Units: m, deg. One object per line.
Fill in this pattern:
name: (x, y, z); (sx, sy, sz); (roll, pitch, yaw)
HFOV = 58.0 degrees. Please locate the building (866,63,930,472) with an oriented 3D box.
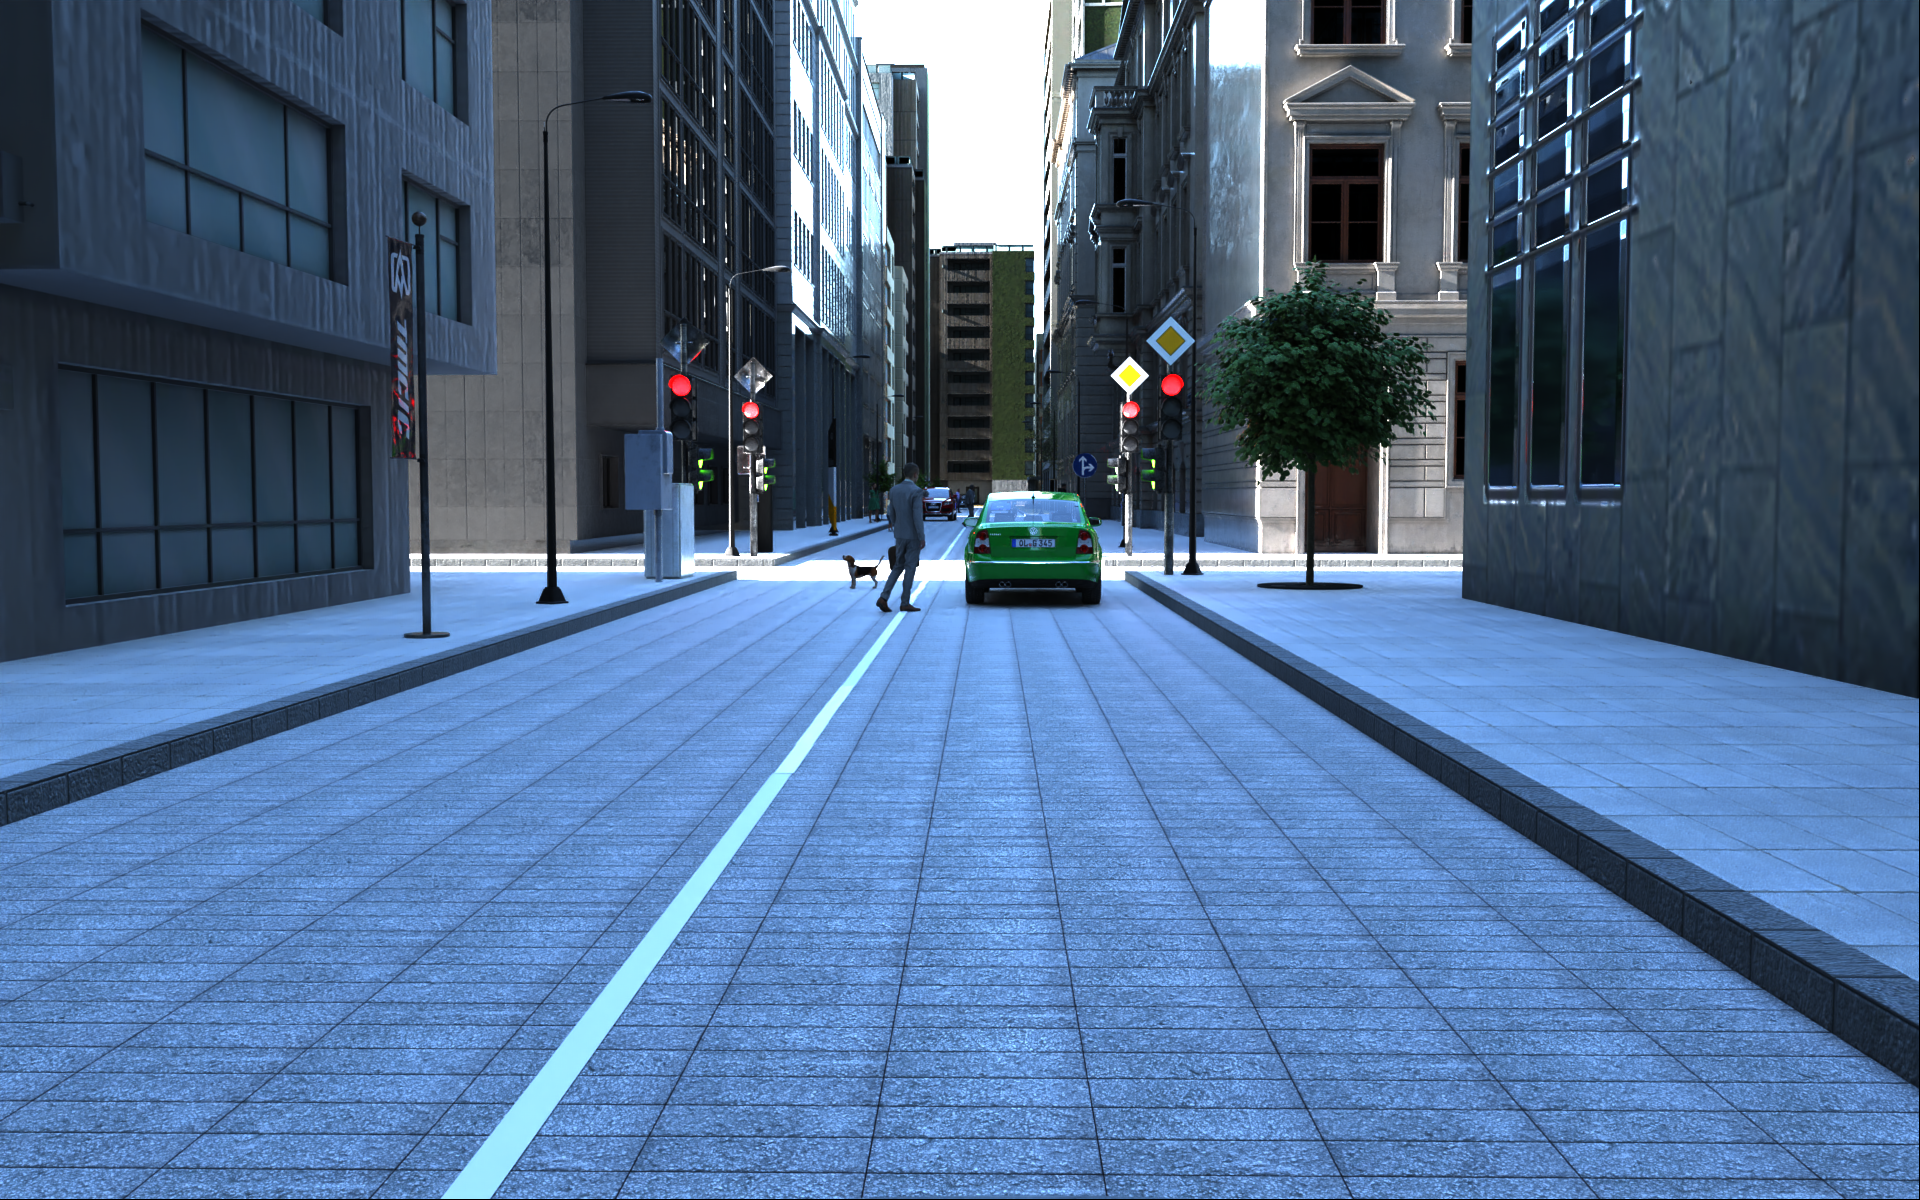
building: (-10.431, -32.299, 178.202); (14.200, 45.320, 14.600); (0, 4, 1)

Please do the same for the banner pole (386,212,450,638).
banner pole: (-4.822, -1.542, 15.233); (0.401, 3.779, 0.863); (0, 4, 7)

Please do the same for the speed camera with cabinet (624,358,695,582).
speed camera with cabinet: (-4.504, -1.936, 25.992); (0.660, 3.252, 2.038); (0, 4, 4)

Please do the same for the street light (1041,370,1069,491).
street light: (3.917, -5.655, 65.007); (1.470, 5.913, 1.316); (0, 4, 1)

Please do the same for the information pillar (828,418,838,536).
information pillar: (-3.939, -3.801, 53.506); (0.183, 3.616, 0.504); (-2, 4, -25)

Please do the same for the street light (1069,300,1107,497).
street light: (3.453, -4.222, 41.574); (1.470, 5.913, 1.316); (0, 4, 1)

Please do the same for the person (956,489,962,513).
person: (-0.035, -7.525, 131.396); (0.599, 1.838, 0.709); (2, 4, 26)

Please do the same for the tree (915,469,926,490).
tree: (-3.465, -7.239, 112.960); (1.663, 3.219, 1.824); (0, 3, 0)

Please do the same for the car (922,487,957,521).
car: (-1.269, -5.184, 93.424); (2.281, 1.827, 5.304); (0, 4, 3)

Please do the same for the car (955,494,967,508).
car: (0.185, -9.362, 162.852); (2.009, 1.686, 4.222); (0, 4, -1)

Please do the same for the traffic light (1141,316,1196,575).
traffic light: (3.300, -2.355, 27.432); (0.839, 4.253, 0.868); (0, 4, 1)

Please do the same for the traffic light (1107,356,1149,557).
traffic light: (3.439, -2.844, 35.415); (0.839, 4.253, 0.868); (0, 4, 1)

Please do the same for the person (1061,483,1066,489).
person: (4.758, -4.555, 80.868); (0.721, 1.781, 0.623); (-2, 4, -28)

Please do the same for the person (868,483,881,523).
person: (-3.840, -4.338, 77.210); (0.600, 1.795, 0.529); (-3, 5, -44)

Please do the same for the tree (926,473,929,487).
tree: (-3.379, -7.536, 117.817); (1.663, 3.219, 1.824); (0, 3, 0)

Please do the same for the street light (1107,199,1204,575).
street light: (3.161, -3.357, 27.421); (1.470, 5.913, 1.316); (0, 4, 1)

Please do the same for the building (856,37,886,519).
building: (-10.910, -17.247, 100.016); (12.078, 24.808, 19.932); (0, 4, 1)

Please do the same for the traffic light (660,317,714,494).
traffic light: (-4.360, -2.363, 27.549); (0.839, 4.253, 0.868); (0, 4, 1)

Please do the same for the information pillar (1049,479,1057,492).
information pillar: (4.587, -4.939, 85.252); (0.304, 2.012, 0.304); (2, 4, 24)

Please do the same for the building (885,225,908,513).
building: (-18.261, -17.197, 126.202); (27.650, 21.520, 28.899); (0, 4, 1)

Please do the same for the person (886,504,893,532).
person: (-2.651, -3.234, 66.053); (0.352, 1.250, 0.332); (1, 4, 14)

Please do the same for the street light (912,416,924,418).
street light: (-2.867, -7.993, 103.230); (1.470, 5.913, 1.316); (0, 4, 1)

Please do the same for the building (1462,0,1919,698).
building: (17.074, -42.224, 3.042); (22.319, 86.520, 31.000); (0, 4, 1)

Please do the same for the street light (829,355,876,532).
street light: (-3.691, -5.216, 57.829); (1.470, 5.913, 1.316); (0, 4, 1)

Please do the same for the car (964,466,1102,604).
car: (1.010, -0.929, 23.981); (1.959, 1.807, 4.718); (0, 4, 2)

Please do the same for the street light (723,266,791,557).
street light: (-4.144, -3.846, 35.422); (1.470, 5.913, 1.316); (0, 4, 1)

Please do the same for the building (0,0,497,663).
building: (-13.167, -20.463, 18.168); (14.086, 41.232, 14.154); (0, 4, 1)

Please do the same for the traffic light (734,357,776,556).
traffic light: (-4.221, -2.851, 35.533); (0.839, 4.253, 0.868); (0, 4, 1)

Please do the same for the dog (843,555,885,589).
dog: (-1.465, -0.428, 26.292); (0.406, 0.507, 0.540); (2, 4, 35)

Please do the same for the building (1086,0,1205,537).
building: (12.295, -15.217, 67.883); (14.460, 24.649, 34.723); (0, 4, 1)

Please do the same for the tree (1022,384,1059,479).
tree: (6.336, -10.081, 115.189); (4.360, 8.622, 3.978); (0, 3, 0)

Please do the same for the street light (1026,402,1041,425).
street light: (4.210, -7.026, 87.417); (1.470, 5.913, 1.316); (0, 4, 1)

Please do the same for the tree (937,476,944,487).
tree: (-2.414, -10.919, 173.123); (1.663, 3.219, 1.824); (0, 3, 0)

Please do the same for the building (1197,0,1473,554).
building: (16.259, -12.534, 41.080); (21.152, 22.565, 11.583); (0, 4, 1)

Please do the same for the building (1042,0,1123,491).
building: (16.787, -42.196, 128.162); (20.563, 71.187, 20.611); (0, 4, 1)

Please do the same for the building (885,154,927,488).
building: (-10.119, -22.999, 147.731); (14.160, 30.474, 14.107); (0, 4, 1)

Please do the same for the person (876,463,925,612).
person: (-0.640, -0.765, 21.123); (0.709, 1.813, 0.853); (3, 5, 40)

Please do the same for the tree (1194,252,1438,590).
tree: (4.749, -2.451, 23.795); (4.285, 4.588, 4.351); (0, 3, 0)

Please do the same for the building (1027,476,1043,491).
building: (22.961, -29.426, 172.991); (32.217, 40.220, 23.993); (0, 4, 1)

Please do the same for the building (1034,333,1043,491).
building: (23.594, -22.243, 208.710); (28.899, 21.520, 27.650); (0, 4, 1)

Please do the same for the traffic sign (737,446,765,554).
traffic sign: (-4.419, -2.113, 36.674); (0.606, 2.300, 0.079); (0, 4, 6)

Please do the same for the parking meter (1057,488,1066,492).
parking meter: (4.230, -3.885, 71.934); (0.372, 1.533, 0.369); (0, 3, 0)

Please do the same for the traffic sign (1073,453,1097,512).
traffic sign: (3.891, -3.294, 53.955); (0.768, 2.556, 0.104); (0, 4, 8)

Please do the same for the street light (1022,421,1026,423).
street light: (4.638, -8.411, 110.067); (1.470, 5.913, 1.316); (0, 4, 1)

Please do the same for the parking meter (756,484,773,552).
parking meter: (-4.316, -1.821, 38.183); (0.372, 1.533, 0.369); (0, 3, 0)

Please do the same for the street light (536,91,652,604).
street light: (-4.247, -2.911, 20.141); (1.470, 5.913, 1.316); (0, 4, 1)

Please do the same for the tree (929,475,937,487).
tree: (-2.900, -8.453, 132.806); (1.663, 3.219, 1.824); (0, 3, 0)

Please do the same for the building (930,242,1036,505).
building: (1.643, -26.300, 201.700); (14.107, 30.474, 14.160); (0, 4, 1)

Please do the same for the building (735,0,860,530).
building: (-11.008, -18.199, 75.041); (11.434, 29.767, 29.804); (0, 4, 1)

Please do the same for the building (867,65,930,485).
building: (-10.088, -29.228, 161.474); (14.154, 41.232, 14.086); (0, 4, 1)

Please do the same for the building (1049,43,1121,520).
building: (11.629, -18.387, 97.890); (12.463, 27.353, 25.104); (0, 4, 1)

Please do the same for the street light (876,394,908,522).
street light: (-3.316, -6.623, 80.823); (1.470, 5.913, 1.316); (0, 4, 1)

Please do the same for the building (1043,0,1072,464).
building: (18.188, -32.190, 150.001); (21.300, 48.544, 21.600); (0, 4, 1)

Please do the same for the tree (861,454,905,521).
tree: (-3.731, -5.478, 84.162); (1.663, 3.219, 1.824); (0, 3, 0)

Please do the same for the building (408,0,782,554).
building: (-13.438, -15.570, 48.081); (14.314, 27.812, 24.014); (0, 4, 1)

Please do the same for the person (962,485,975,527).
person: (0.465, -4.031, 74.511); (0.850, 1.850, 0.679); (-2, 4, -24)
